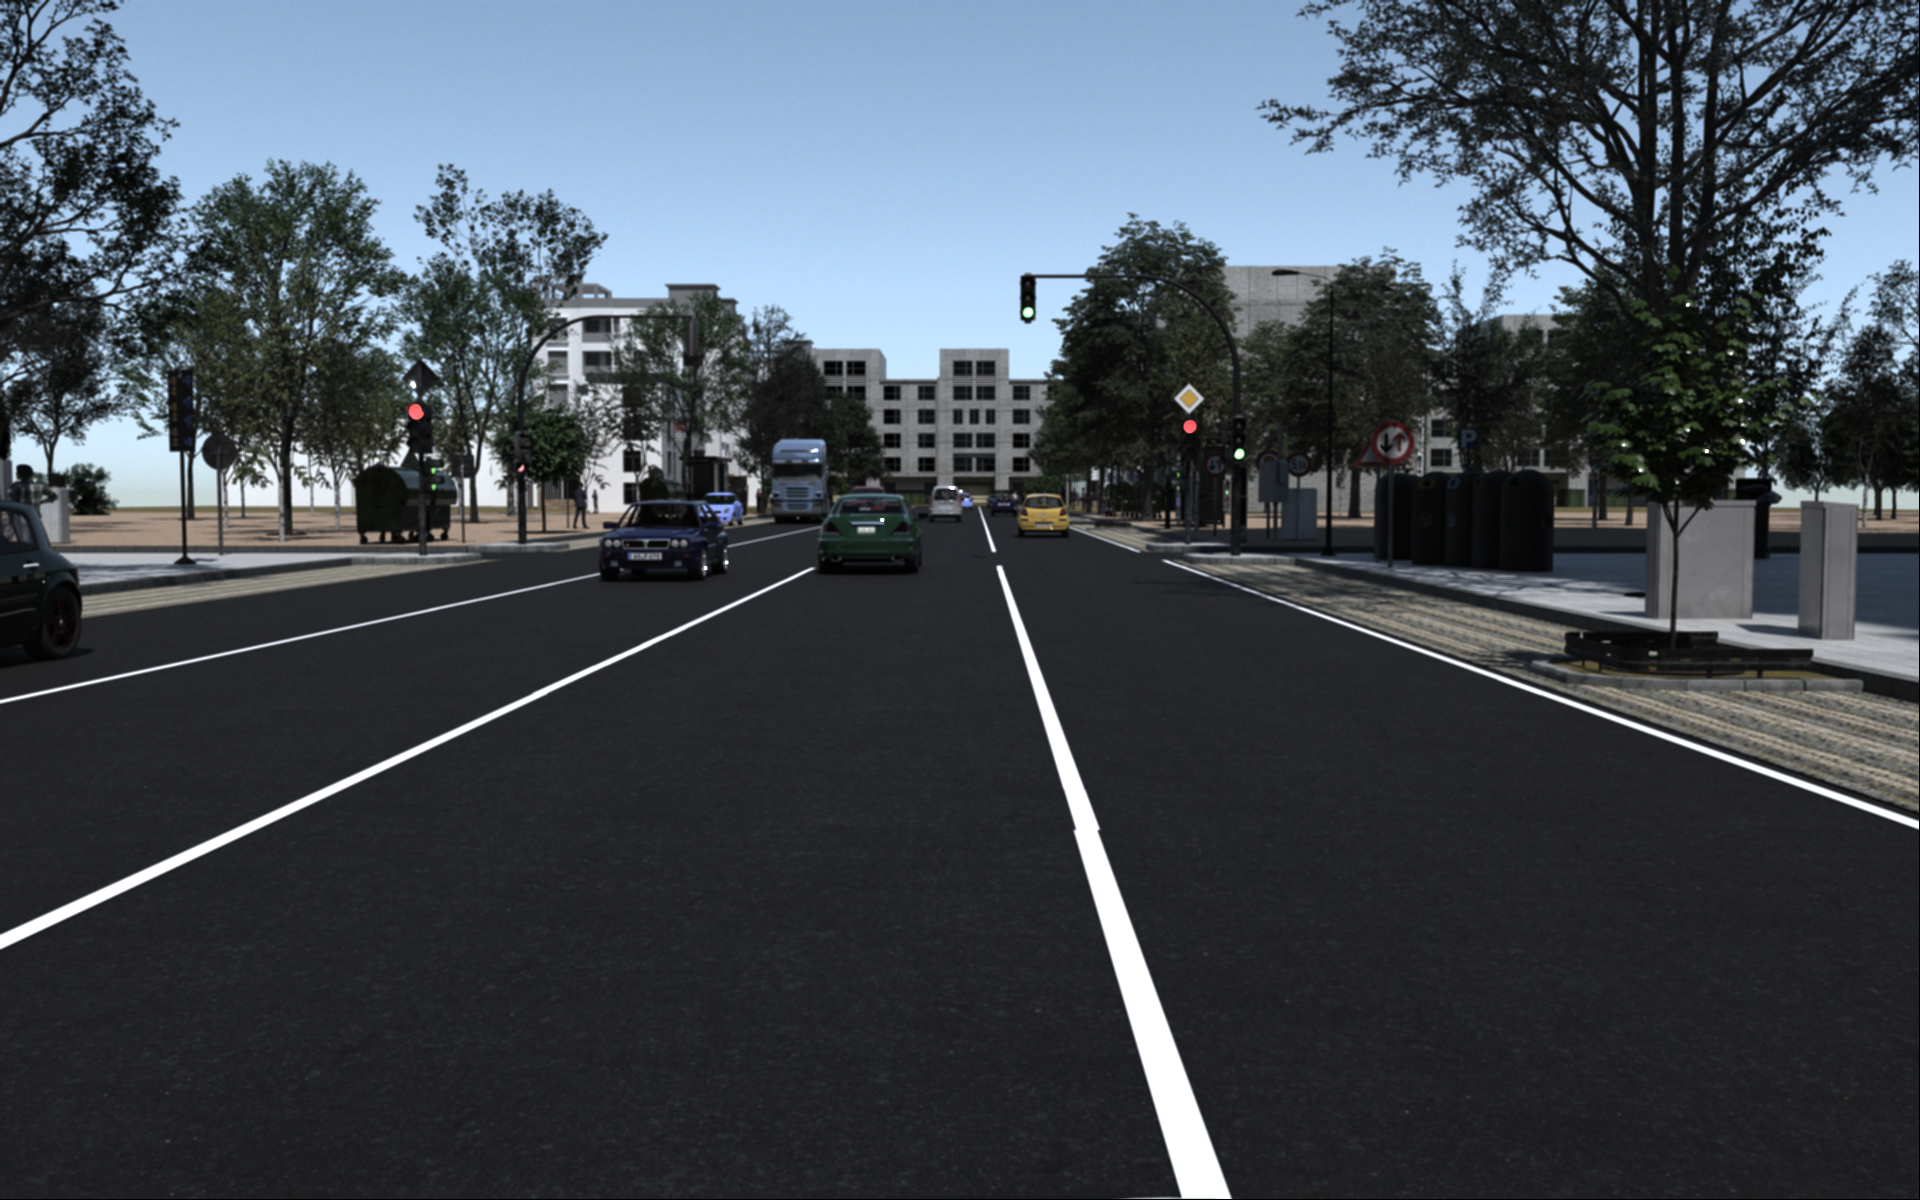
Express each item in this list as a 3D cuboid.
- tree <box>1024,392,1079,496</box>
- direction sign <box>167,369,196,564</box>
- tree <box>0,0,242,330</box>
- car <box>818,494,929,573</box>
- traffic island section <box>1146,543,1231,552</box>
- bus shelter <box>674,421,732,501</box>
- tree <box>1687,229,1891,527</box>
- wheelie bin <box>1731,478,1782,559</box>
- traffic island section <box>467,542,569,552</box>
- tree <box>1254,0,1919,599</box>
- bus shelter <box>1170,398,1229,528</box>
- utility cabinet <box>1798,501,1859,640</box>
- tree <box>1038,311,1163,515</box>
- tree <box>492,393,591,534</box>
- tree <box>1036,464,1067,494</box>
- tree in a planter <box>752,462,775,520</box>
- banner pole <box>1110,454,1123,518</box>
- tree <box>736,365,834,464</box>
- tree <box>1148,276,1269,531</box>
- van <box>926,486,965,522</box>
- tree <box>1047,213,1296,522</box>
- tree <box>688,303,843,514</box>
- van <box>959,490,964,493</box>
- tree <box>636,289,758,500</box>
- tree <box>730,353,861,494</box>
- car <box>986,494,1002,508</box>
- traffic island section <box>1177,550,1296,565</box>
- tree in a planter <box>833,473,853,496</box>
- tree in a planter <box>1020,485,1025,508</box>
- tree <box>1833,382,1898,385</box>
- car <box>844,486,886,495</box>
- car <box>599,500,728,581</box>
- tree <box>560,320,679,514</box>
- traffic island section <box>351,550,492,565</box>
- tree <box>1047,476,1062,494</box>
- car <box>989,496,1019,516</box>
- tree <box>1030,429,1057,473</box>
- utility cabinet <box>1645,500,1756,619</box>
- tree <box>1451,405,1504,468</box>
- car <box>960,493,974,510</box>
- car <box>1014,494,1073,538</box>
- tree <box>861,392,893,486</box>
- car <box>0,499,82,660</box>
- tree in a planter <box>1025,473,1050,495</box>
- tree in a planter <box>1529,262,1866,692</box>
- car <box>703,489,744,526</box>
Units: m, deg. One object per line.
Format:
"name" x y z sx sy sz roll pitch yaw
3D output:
"tree" 9.346 -13.590 156.608 7.601 10.594 8.767 -2 4 -26
"direction sign" -14.214 -2.426 31.662 0.876 3.537 0.379 3 5 39
"tree" -14.050 -5.501 24.347 7.601 10.594 8.767 -3 4 -36
"car" -1.653 -1.284 32.794 2.131 1.459 4.920 0 3 0
"traffic island section" 5.817 -1.333 44.072 2.009 0.180 2.903 0 4 0
"bus shelter" -14.502 -7.325 97.397 2.179 5.291 8.768 0 4 1
"tree" 22.799 -6.000 48.455 4.360 8.622 3.978 0 3 0
"wheelie bin" 15.844 -1.630 34.551 0.980 1.594 0.693 2 4 26
"traffic island section" -11.184 -1.342 44.222 2.009 0.180 2.903 0 4 0
"tree" 8.773 -6.778 21.194 12.009 13.543 11.850 0 3 0
"bus shelter" 9.714 -5.623 69.569 2.179 5.291 8.768 0 4 0
"utility cabinet" 7.852 -0.276 15.668 0.306 1.237 1.020 1 4 16
"tree" 9.105 -11.470 105.654 7.486 12.596 7.792 0 3 0
"tree" -13.644 -4.464 56.699 4.285 4.588 4.351 0 3 0
"tree" 9.905 -12.484 187.834 4.285 4.588 4.351 0 3 0
"tree in a planter" -10.417 -6.024 95.716 1.991 3.239 1.994 0 4 0
"banner pole" 8.335 -6.199 91.365 0.863 3.779 0.401 0 4 2
"tree" -12.458 -11.609 124.217 7.601 10.594 8.767 -2 4 -33
"tree" 8.339 -6.692 59.769 4.737 8.622 4.395 0 3 0
"van" -0.755 -5.020 89.080 2.013 2.044 4.112 0 4 -1
"tree" 8.766 -10.606 80.063 9.857 13.997 8.962 0 3 0
"tree" -12.512 -12.240 110.499 12.009 13.543 11.850 0 3 0
"van" -0.287 -10.826 184.018 2.013 2.044 4.112 0 4 -1
"tree" -13.809 -9.875 87.204 9.928 11.665 9.643 0 3 0
"tree" -13.109 -13.430 136.584 9.611 12.733 9.660 0 3 0
"car" 3.651 -10.116 177.404 2.014 1.417 4.499 0 4 1
"traffic island section" 5.749 -0.844 36.087 2.009 0.180 2.903 0 4 0
"tree in a planter" -9.988 -9.125 146.424 1.991 3.239 1.994 0 4 0
"tree in a planter" 6.917 -10.755 173.063 1.991 3.239 1.994 0 4 0
"tree" 46.672 -7.275 81.851 11.467 7.101 20.602 -1 4 -8
"car" -4.386 -4.532 82.776 2.281 1.827 5.304 0 4 0
"car" -5.074 -1.059 29.900 1.945 1.354 3.894 0 4 0
"tree" -13.635 -7.471 72.514 4.360 8.622 3.978 0 3 0
"traffic island section" -11.252 -0.854 36.237 2.009 0.180 2.903 0 4 0
"tree" 10.136 -11.589 184.084 1.663 3.219 1.824 0 3 0
"car" 2.860 -6.128 112.775 1.945 1.354 3.894 0 4 1
"tree" 9.587 -14.798 192.304 4.360 8.622 3.978 0 3 0
"utility cabinet" 7.643 -0.412 17.904 1.020 1.237 0.306 0 4 -3
"tree" 34.433 -10.161 116.495 4.737 8.622 4.395 0 3 0
"car" 0.297 -8.892 154.978 1.945 1.707 3.694 0 3 0
"car" 2.810 -2.949 58.438 2.015 1.641 3.980 0 4 2
"tree" -12.075 -16.648 189.199 9.611 12.733 9.660 0 3 0
"car" -8.650 -0.235 13.627 2.009 1.686 4.222 0 4 2
"tree in a planter" 6.679 -9.087 145.793 1.991 3.239 1.994 0 4 0
"tree in a planter" 5.549 -0.988 13.382 1.991 3.239 1.994 0 4 0
"car" -10.763 -4.157 77.552 1.945 1.707 3.694 0 4 2
